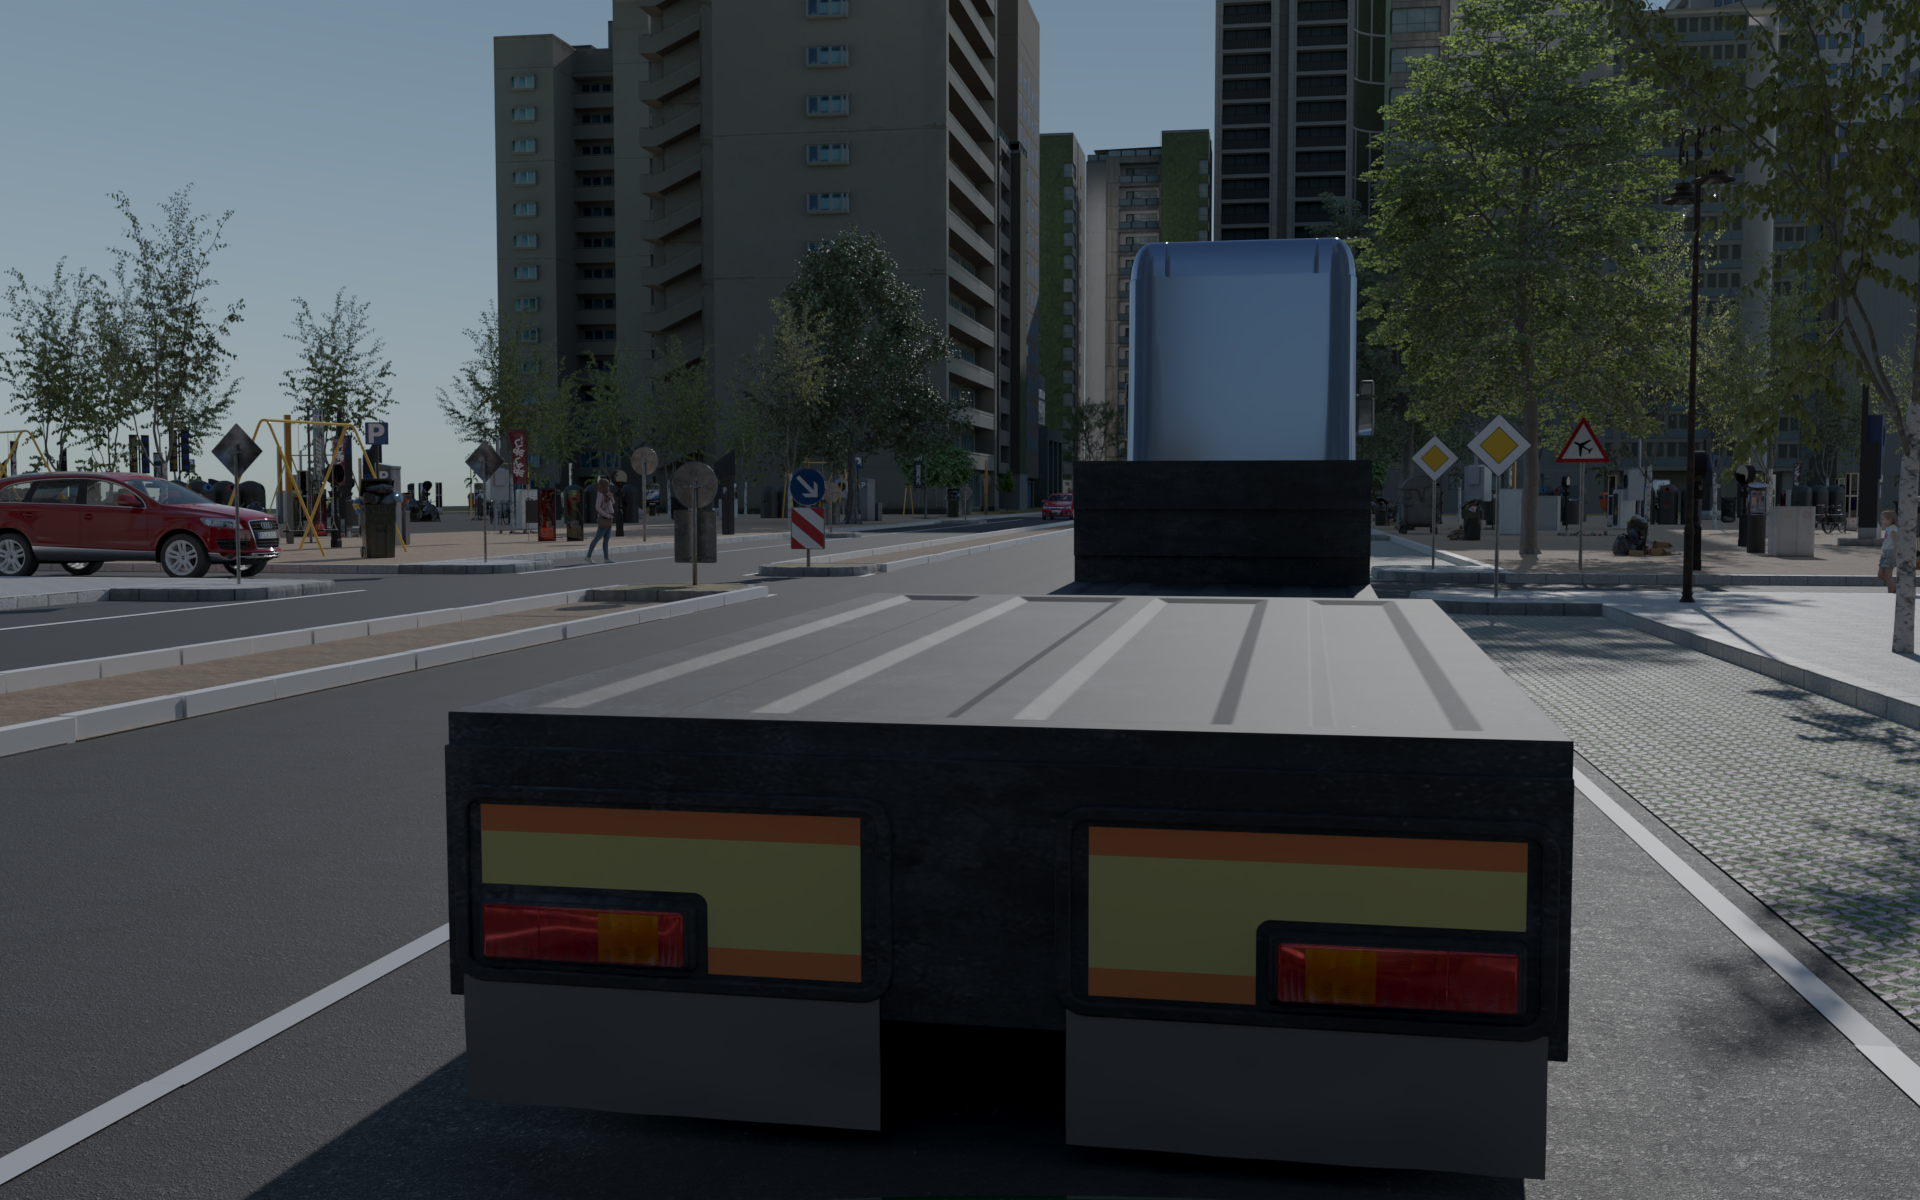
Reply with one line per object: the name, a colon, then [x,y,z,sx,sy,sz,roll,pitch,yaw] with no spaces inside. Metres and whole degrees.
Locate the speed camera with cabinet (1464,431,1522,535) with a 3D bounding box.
speed camera with cabinet: [16.921,-3.673,54.396,2.038,3.252,0.660,3,5,41]

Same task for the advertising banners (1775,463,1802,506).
advertising banners: [46.675,-6.231,98.068,0.090,3.025,2.074,-2,4,-31]

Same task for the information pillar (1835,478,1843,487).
information pillar: [40.820,-4.642,80.385,0.304,2.012,0.304,0,4,0]

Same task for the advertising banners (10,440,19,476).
advertising banners: [-30.977,-3.661,56.045,0.090,3.025,2.074,0,4,0]

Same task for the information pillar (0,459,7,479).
information pillar: [-63.847,-7.604,115.688,0.183,3.616,0.504,2,4,24]

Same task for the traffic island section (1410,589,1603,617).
traffic island section: [6.746,0.033,21.738,2.009,0.180,2.903,1,4,10]

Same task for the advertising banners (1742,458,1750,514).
advertising banners: [33.726,-4.774,74.241,0.090,3.025,2.074,2,4,31]

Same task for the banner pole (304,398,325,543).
banner pole: [-16.754,-3.363,45.005,0.863,3.779,0.401,2,4,32]

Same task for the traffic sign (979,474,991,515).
traffic sign: [1.524,-6.559,107.347,0.768,2.556,0.104,1,4,17]

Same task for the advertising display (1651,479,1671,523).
advertising display: [30.840,-4.348,76.299,0.974,1.923,0.123,-1,4,-17]

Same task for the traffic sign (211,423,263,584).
traffic sign: [-10.268,-1.282,24.608,0.795,2.450,0.064,1,4,10]

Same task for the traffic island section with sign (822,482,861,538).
traffic island section with sign: [-4.337,-2.969,57.167,1.989,1.847,2.006,1,4,10]

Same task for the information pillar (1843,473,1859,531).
information pillar: [31.103,-3.421,60.424,0.304,2.012,0.304,0,4,-2]

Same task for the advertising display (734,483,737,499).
advertising display: [-13.067,-5.730,98.907,0.123,1.923,0.974,2,4,30]

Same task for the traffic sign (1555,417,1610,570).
traffic sign: [10.505,-1.790,29.266,0.884,2.594,0.081,1,4,12]

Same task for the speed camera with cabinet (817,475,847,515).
speed camera with cabinet: [-7.873,-6.748,104.668,2.038,3.252,0.660,0,4,-7]

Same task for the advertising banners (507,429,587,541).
advertising banners: [-11.206,-3.110,47.035,2.074,3.025,0.090,0,4,-7]

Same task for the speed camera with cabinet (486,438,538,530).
speed camera with cabinet: [-15.889,-4.142,62.056,2.038,3.252,0.660,-2,4,-31]

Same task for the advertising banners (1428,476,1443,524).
advertising banners: [20.320,-4.766,74.104,0.090,3.025,2.074,0,4,-1]

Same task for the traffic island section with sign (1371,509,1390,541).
traffic island section with sign: [12.308,-2.766,53.846,1.989,1.847,2.006,1,4,10]

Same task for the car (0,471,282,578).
car: [-14.286,-1.287,29.710,5.304,1.827,2.281,1,4,9]

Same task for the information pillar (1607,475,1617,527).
information pillar: [25.351,-3.843,67.320,0.304,2.012,0.304,2,4,26]

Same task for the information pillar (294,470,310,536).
information pillar: [-20.248,-2.993,53.426,0.304,2.012,0.304,-1,4,-12]

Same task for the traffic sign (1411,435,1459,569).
traffic sign: [8.081,-1.584,29.534,0.795,2.450,0.064,1,4,10]

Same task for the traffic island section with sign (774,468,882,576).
traffic island section with sign: [-2.569,-1.404,31.100,2.006,1.907,1.989,1,4,10]

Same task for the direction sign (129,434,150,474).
direction sign: [-31.264,-4.529,66.046,0.379,3.537,0.876,2,4,26]

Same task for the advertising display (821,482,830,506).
advertising display: [-7.427,-5.570,96.290,0.123,1.923,0.974,-3,4,-36]

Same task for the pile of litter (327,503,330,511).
pile of litter: [-36.519,-5.315,100.860,1.719,0.858,1.176,-2,4,-30]

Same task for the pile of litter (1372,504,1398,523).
pile of litter: [19.237,-3.954,78.613,1.719,0.858,1.176,-2,4,-32]

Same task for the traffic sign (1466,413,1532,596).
traffic sign: [6.722,-1.102,21.665,0.795,2.450,0.064,1,4,10]

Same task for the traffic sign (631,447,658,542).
traffic sign: [-8.525,-2.853,46.754,0.768,2.556,0.104,1,4,11]

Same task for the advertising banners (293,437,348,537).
advertising banners: [-19.449,-3.441,52.449,0.090,3.025,2.074,3,5,40]

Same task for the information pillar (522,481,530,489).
information pillar: [-22.661,-5.263,90.534,0.304,2.012,0.304,1,4,20]

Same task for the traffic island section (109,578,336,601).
traffic island section: [-10.293,-0.146,24.674,2.009,0.180,2.903,1,4,10]

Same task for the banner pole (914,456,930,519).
banner pole: [-1.980,-6.056,89.032,0.863,3.779,0.401,0,4,-2]

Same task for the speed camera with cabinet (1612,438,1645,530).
speed camera with cabinet: [24.070,-4.162,62.382,0.660,3.252,2.038,0,4,7]

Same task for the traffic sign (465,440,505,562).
traffic sign: [-8.909,-1.764,32.477,0.795,2.450,0.064,1,4,10]

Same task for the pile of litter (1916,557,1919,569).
pile of litter: [16.641,-0.958,29.629,1.176,0.858,1.719,2,4,33]

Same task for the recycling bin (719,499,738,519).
recycling bin: [-11.753,-4.605,87.852,0.722,1.027,0.722,1,4,22]

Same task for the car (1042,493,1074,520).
car: [5.743,-5.415,97.579,2.155,1.783,4.494,1,4,12]

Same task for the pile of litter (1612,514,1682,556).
pile of litter: [14.457,-1.370,36.369,1.719,0.858,1.176,-1,4,-15]

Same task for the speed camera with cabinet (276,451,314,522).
speed camera with cabinet: [-30.381,-5.187,79.142,0.660,3.252,2.038,1,4,16]

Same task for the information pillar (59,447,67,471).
information pillar: [-44.757,-5.820,86.507,0.183,3.616,0.504,1,4,12]

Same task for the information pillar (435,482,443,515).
information pillar: [-32.435,-6.319,107.807,0.304,2.012,0.304,2,4,28]

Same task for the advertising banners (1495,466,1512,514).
advertising banners: [30.691,-6.222,97.919,2.074,3.025,0.090,-3,4,-36]

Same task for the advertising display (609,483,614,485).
advertising display: [-19.234,-5.605,96.857,0.974,1.923,0.123,-3,4,-38]

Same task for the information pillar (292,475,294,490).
information pillar: [-25.129,-3.707,65.094,0.304,2.012,0.304,2,4,33]

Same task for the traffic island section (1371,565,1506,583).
traffic island section: [8.105,-0.448,29.607,2.009,0.180,2.903,1,4,10]

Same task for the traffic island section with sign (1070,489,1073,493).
traffic island section with sign: [8.755,-7.611,133.061,1.989,1.847,2.006,1,4,10]

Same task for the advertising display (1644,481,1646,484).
advertising display: [33.152,-4.771,83.219,0.123,1.923,0.974,-1,4,-15]

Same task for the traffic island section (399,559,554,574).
traffic island section: [-8.934,-0.628,32.543,2.009,0.180,2.903,1,4,10]

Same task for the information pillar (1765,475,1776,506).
information pillar: [30.717,-3.744,65.703,0.304,2.012,0.304,3,5,44]

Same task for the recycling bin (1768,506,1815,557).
recycling bin: [17.129,-1.415,35.686,0.722,1.027,0.722,1,4,10]

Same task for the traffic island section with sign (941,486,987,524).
traffic island section with sign: [0.245,-4.593,83.731,1.989,1.847,2.006,1,4,10]

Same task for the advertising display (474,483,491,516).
advertising display: [-27.364,-5.754,99.294,0.974,1.923,0.123,-3,4,-36]

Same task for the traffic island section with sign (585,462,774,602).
traffic island section with sign: [-3.839,-0.958,23.802,2.006,1.907,1.989,1,4,10]

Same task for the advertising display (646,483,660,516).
advertising display: [-18.061,-5.894,101.573,0.974,1.923,0.123,-3,4,-39]

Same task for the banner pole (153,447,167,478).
banner pole: [-42.053,-6.193,91.274,0.863,3.779,0.401,-2,4,-30]

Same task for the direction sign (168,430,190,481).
direction sign: [-27.552,-4.231,61.175,0.379,3.537,0.876,1,4,22]
